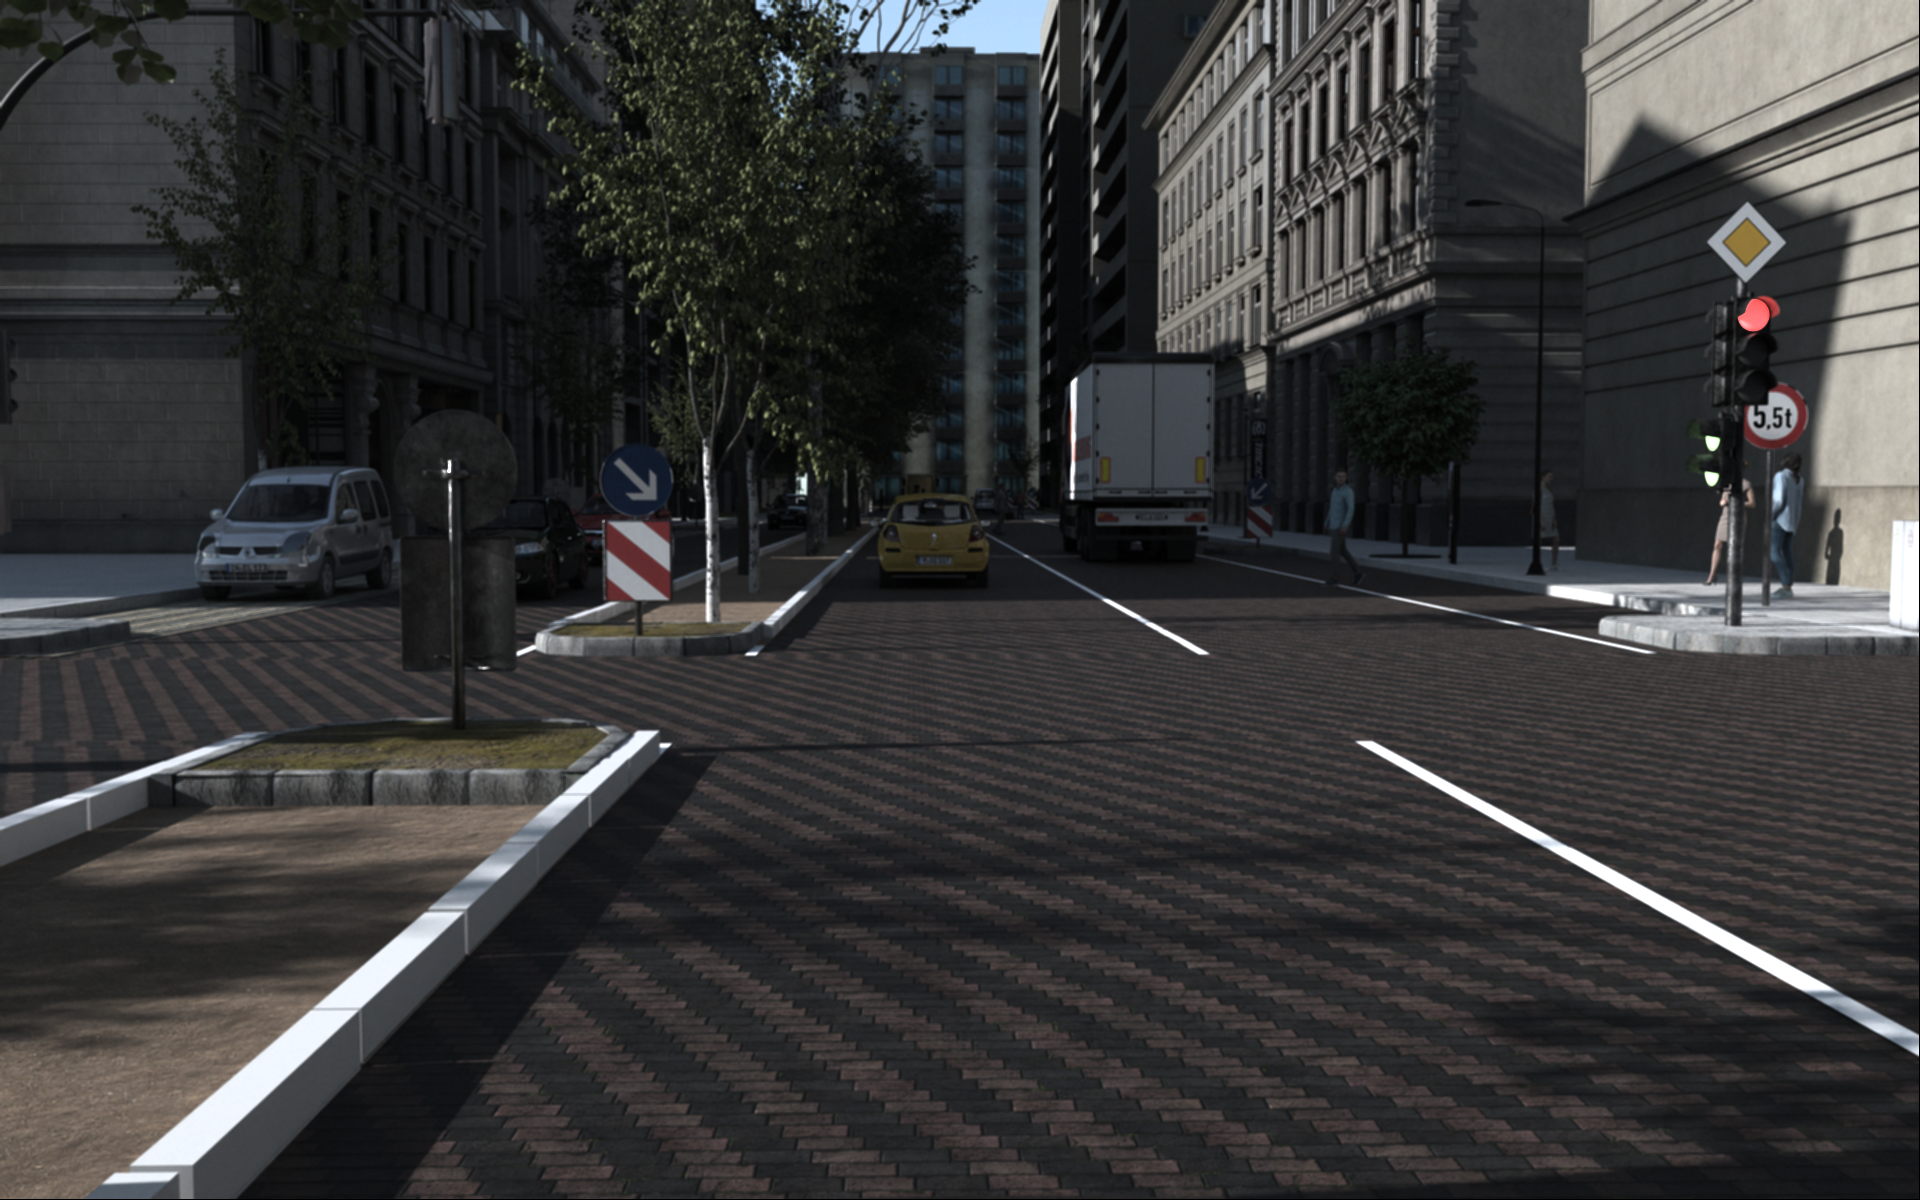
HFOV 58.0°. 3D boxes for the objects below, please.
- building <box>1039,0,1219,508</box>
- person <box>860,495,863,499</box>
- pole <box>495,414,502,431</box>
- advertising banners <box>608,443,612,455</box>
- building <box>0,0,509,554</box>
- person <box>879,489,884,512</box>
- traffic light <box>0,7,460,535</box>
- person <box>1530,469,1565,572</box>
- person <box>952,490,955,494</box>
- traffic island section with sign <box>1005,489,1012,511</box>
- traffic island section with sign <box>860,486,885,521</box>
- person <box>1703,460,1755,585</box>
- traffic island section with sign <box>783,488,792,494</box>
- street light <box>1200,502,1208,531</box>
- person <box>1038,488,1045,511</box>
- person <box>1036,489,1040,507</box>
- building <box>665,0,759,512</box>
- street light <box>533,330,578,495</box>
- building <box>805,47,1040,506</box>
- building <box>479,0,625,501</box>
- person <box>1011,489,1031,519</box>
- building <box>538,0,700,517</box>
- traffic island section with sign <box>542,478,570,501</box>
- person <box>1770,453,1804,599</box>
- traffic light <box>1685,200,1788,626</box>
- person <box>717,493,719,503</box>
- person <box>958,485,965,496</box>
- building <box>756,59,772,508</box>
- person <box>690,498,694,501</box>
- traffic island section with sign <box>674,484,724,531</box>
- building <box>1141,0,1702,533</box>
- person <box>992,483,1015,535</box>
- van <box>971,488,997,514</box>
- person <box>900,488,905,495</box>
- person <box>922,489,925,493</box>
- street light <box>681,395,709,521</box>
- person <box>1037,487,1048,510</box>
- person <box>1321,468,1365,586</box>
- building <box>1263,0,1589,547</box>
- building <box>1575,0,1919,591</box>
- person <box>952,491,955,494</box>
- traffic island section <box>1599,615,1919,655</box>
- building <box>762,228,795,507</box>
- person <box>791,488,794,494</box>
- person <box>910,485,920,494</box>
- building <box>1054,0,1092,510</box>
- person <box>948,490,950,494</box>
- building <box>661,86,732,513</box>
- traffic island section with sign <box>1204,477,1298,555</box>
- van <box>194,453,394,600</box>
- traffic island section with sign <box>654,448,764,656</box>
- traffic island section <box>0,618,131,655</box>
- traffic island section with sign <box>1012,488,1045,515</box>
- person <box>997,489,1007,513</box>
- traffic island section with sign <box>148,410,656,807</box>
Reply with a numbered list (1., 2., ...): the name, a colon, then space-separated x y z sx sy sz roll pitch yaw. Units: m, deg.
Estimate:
1. building: 18.520 -32.468 154.553 21.300 48.544 21.600 0 4 -2
2. person: -9.163 -9.293 161.222 0.721 1.735 1.217 0 4 7
3. pole: -11.780 -3.086 44.305 0.158 3.312 0.155 0 3 0
4. advertising banners: -12.151 -3.957 60.889 0.090 3.025 2.074 0 4 -1
5. building: -19.764 -11.436 37.886 10.553 20.767 40.483 0 4 -2
6. person: -6.181 -7.854 136.877 0.705 1.831 1.348 0 3 0
7. traffic light: -7.155 -2.551 16.377 4.771 5.953 1.251 0 4 -2
8. person: 9.685 -1.324 28.698 0.512 1.701 0.522 -3 4 -38
9. person: -0.636 -9.080 156.982 1.348 1.821 0.705 3 5 42
10. traffic island section with sign: 4.053 -8.411 146.140 1.989 1.847 2.006 0 4 -2
11. traffic island section with sign: -4.960 -5.090 91.357 2.006 1.907 1.989 0 4 -2
12. person: 10.726 -1.086 24.141 0.374 1.781 0.599 -2 4 -32
13. traffic island section with sign: -11.706 -6.699 118.150 1.989 1.847 2.006 0 4 -2
14. street light: 7.859 -5.311 59.384 1.470 5.913 1.316 0 4 -2
15. person: 6.410 -7.858 135.056 0.617 1.759 0.750 -1 4 -18
16. person: 6.503 -8.402 144.247 1.217 1.723 0.721 -1 4 -11
17. building: -27.510 -31.323 135.837 21.300 48.544 21.600 0 4 -2
18. street light: -11.546 -4.693 49.276 1.470 5.913 1.316 0 4 -2
19. building: -1.502 -34.797 188.531 30.456 49.044 23.786 0 4 -2
20. building: -21.929 -13.958 70.014 13.314 21.916 24.055 0 4 -2
21. person: 3.459 -5.467 98.607 1.217 1.743 0.721 1 4 15
22. building: -26.140 -40.475 100.023 20.563 71.187 20.611 0 4 -2
23. traffic island section with sign: -9.616 -1.981 41.022 1.989 1.847 2.006 0 4 -2
24. person: 10.179 -0.921 21.359 0.793 1.790 0.793 1 4 21
25. traffic light: 7.511 -1.702 16.752 0.839 4.253 0.868 0 4 -2
26. person: -15.539 -6.260 108.953 0.434 1.755 0.990 3 5 39
27. person: 0.027 -4.429 80.825 0.836 1.842 0.656 -1 4 -18
28. building: -24.480 -29.007 157.862 14.086 41.232 14.154 0 4 -2
29. person: -13.691 -5.083 89.748 0.643 1.750 0.593 2 4 32
30. traffic island section with sign: -10.357 -3.640 68.147 1.989 1.847 2.006 0 4 -2
31. building: 18.041 -14.922 77.255 16.112 22.955 30.059 0 4 -2
32. person: 1.471 -3.205 61.025 0.853 1.813 0.709 1 4 22
33. van: 1.782 -7.153 123.959 2.013 2.044 4.112 0 4 -2
34. person: -4.133 -7.270 126.999 0.705 1.869 1.348 -3 5 -43
35. person: -2.691 -7.139 125.155 1.348 1.831 0.705 -3 5 -44
36. street light: -12.470 -6.665 81.517 1.470 5.913 1.316 0 4 -2
37. person: 6.714 -8.326 142.182 0.705 1.824 1.348 -2 4 -35
38. person: 5.972 -1.133 26.888 0.748 1.841 0.638 0 4 -2
39. building: 16.005 -13.580 50.916 11.050 23.489 19.941 0 4 -2
40. building: 26.490 -11.812 26.413 30.059 22.955 16.112 0 4 -2
41. person: -0.661 -8.594 149.718 0.721 1.736 1.217 -2 4 -33
42. traffic island section: 7.551 0.331 16.867 2.009 0.180 2.903 0 4 -2
43. building: -24.849 -25.188 183.518 14.107 30.474 14.160 0 4 -2
44. person: -11.660 -6.930 121.680 0.599 1.838 0.709 -1 4 -12
45. person: -1.643 -3.323 63.172 0.623 1.781 0.721 0 4 3
46. building: 18.289 -42.462 132.501 20.563 71.187 20.611 0 4 -2
47. person: -1.005 -9.485 163.712 0.705 1.807 1.348 -1 4 -18
48. building: -23.524 -21.221 118.669 14.160 30.474 14.107 0 4 -2
49. traffic island section with sign: 6.899 -2.008 41.457 1.989 1.847 2.006 0 4 -2
50. van: -9.375 -1.075 24.586 2.013 2.044 4.112 0 4 -2
51. traffic island section with sign: -2.920 -0.496 16.246 2.006 1.907 1.989 0 4 -2
52. traffic island section: -9.284 0.359 16.419 2.009 0.180 2.903 0 4 -2
53. traffic island section with sign: 4.804 -6.725 118.585 1.989 1.847 2.006 0 4 -2
54. person: 2.897 -7.306 127.965 1.348 1.822 0.705 -2 4 -34
55. traffic island section with sign: -2.730 -0.043 8.841 2.006 1.907 1.989 0 4 -2
